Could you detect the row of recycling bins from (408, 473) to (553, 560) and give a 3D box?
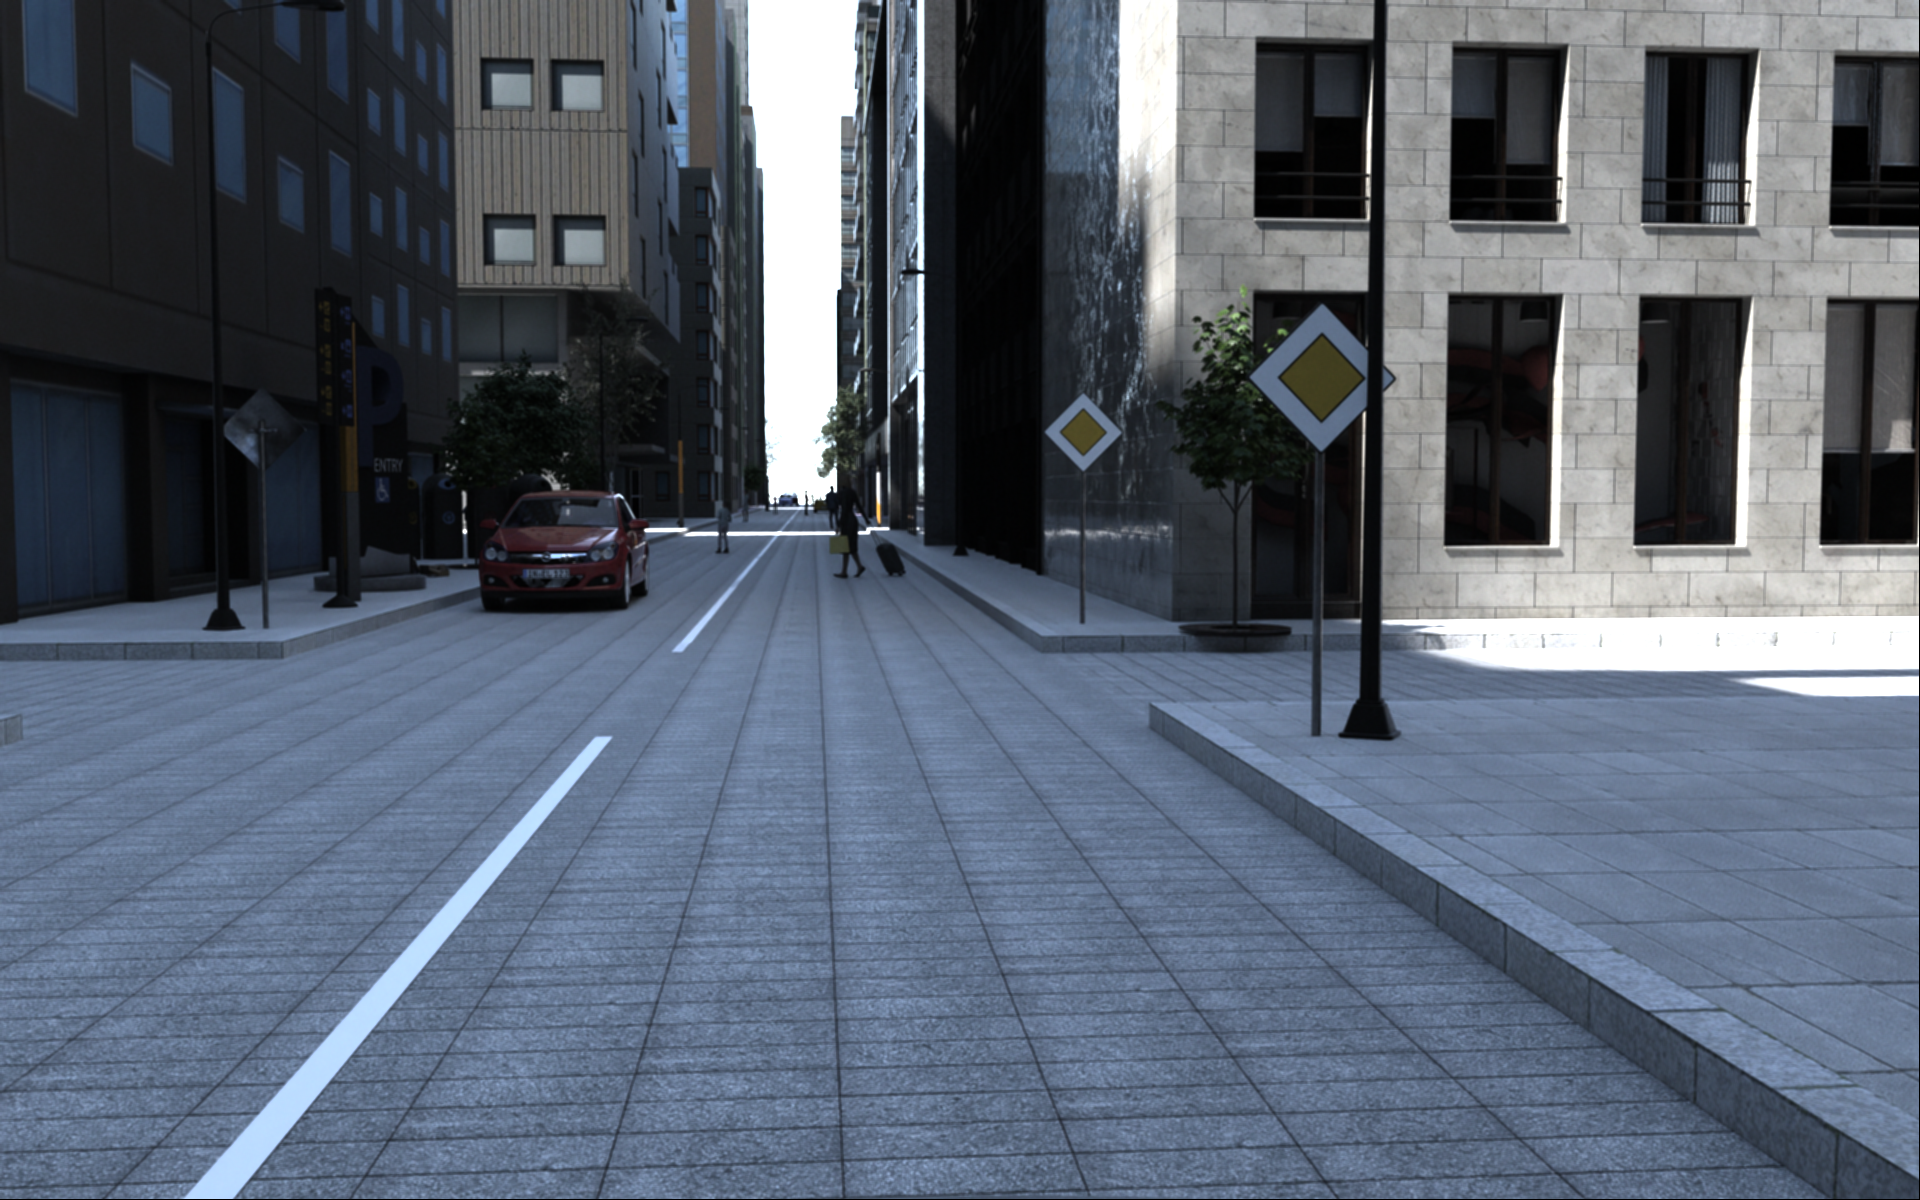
[{"bbox_3d":[-9.876,-1.674,34.476,3.534,1.692,1.069,-2,4,-34],"label":"row of recycling bins"}]

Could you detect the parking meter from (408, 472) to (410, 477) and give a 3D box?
[{"bbox_3d":[-12.778,-2.077,39.667,0.399,1.863,0.255,0,4,4],"label":"parking meter"}]

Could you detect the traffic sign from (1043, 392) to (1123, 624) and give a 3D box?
[{"bbox_3d":[1.208,-0.822,17.084,0.795,2.450,0.064,0,4,-5],"label":"traffic sign"}]

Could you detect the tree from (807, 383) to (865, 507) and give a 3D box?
[{"bbox_3d":[-11.100,-15.967,178.062,9.611,12.733,9.660,0,3,0],"label":"tree"}]

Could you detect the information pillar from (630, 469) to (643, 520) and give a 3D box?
[{"bbox_3d":[-9.380,-2.800,50.270,0.304,2.012,0.304,0,4,2],"label":"information pillar"}]

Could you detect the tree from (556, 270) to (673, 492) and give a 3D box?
[{"bbox_3d":[-11.606,-6.554,57.523,4.360,8.622,3.978,0,3,0],"label":"tree"}]

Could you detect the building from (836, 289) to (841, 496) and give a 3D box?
[{"bbox_3d":[-10.427,-28.878,243.850,14.160,30.474,14.107,0,4,-5],"label":"building"}]

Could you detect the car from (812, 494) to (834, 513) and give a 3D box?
[{"bbox_3d":[-10.332,-7.485,132.598,2.015,1.641,3.980,0,4,-4],"label":"car"}]

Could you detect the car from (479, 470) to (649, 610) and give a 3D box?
[{"bbox_3d":[-5.150,-0.844,22.846,2.155,1.783,4.494,0,4,-5],"label":"car"}]

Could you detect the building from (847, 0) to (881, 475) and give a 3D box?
[{"bbox_3d":[1.968,-32.626,153.039,23.786,49.044,30.456,0,4,-5],"label":"building"}]

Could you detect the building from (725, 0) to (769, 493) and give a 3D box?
[{"bbox_3d":[-35.516,-48.181,226.015,20.563,71.187,20.611,0,4,-5],"label":"building"}]

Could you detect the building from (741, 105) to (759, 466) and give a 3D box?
[{"bbox_3d":[-29.900,-33.344,195.281,14.600,45.320,14.200,0,4,-5],"label":"building"}]

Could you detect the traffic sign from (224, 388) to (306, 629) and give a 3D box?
[{"bbox_3d":[-6.610,-0.783,16.440,0.795,2.450,0.064,0,4,-5],"label":"traffic sign"}]

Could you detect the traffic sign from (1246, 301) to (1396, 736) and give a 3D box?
[{"bbox_3d":[1.887,-0.335,9.128,0.795,2.450,0.064,0,4,-5],"label":"traffic sign"}]

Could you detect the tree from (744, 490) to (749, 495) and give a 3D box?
[{"bbox_3d":[-21.872,-10.984,174.182,1.663,3.219,1.824,0,3,0],"label":"tree"}]

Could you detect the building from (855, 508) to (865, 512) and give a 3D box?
[{"bbox_3d":[8.560,-26.588,126.597,32.217,40.220,23.993,0,4,-5],"label":"building"}]

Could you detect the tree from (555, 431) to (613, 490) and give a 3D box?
[{"bbox_3d":[-11.420,-3.482,51.524,1.663,3.219,1.824,0,3,0],"label":"tree"}]

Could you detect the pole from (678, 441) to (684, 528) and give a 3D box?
[{"bbox_3d":[-10.641,-4.416,66.043,0.158,3.312,0.155,0,3,0],"label":"pole"}]

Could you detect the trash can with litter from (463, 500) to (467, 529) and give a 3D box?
[{"bbox_3d":[-12.146,-2.013,44.304,1.055,1.170,0.624,-2,4,-28],"label":"trash can with litter"}]

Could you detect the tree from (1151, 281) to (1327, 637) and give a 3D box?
[{"bbox_3d":[2.533,-1.296,15.795,1.663,3.219,1.824,0,3,0],"label":"tree"}]

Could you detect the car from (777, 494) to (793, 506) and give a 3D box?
[{"bbox_3d":[-20.675,-11.944,204.878,1.945,1.707,3.694,0,4,-5],"label":"car"}]

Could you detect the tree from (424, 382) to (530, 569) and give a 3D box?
[{"bbox_3d":[-8.333,-2.154,29.813,1.663,3.219,1.824,0,3,0],"label":"tree"}]

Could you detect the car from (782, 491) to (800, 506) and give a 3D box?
[{"bbox_3d":[-20.541,-12.296,209.709,2.281,1.827,5.304,0,4,-4],"label":"car"}]

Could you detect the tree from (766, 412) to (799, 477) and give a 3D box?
[{"bbox_3d":[-28.055,-20.719,249.117,12.009,13.543,11.850,0,3,0],"label":"tree"}]

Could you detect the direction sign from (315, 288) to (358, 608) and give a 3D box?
[{"bbox_3d":[-7.045,-1.687,19.581,0.379,3.537,0.876,0,4,4],"label":"direction sign"}]

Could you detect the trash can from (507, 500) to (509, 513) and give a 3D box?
[{"bbox_3d":[-11.576,-1.934,43.272,0.748,1.137,0.748,0,3,0],"label":"trash can"}]

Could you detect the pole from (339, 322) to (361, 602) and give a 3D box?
[{"bbox_3d":[-7.276,-1.637,20.610,0.158,3.312,0.155,0,3,0],"label":"pole"}]

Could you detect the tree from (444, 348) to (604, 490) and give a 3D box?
[{"bbox_3d":[-9.737,-3.377,38.923,4.285,4.588,4.351,0,3,0],"label":"tree"}]

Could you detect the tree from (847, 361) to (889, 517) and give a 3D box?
[{"bbox_3d":[-4.284,-8.871,95.399,4.360,8.622,3.978,0,3,0],"label":"tree"}]

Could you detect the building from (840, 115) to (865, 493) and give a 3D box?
[{"bbox_3d":[-6.169,-31.012,190.647,14.154,41.232,14.086,0,4,-5],"label":"building"}]

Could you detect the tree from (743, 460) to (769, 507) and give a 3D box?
[{"bbox_3d":[-20.017,-11.176,166.448,4.285,4.588,4.351,0,3,0],"label":"tree"}]

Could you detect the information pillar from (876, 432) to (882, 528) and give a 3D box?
[{"bbox_3d":[-3.086,-4.539,65.563,0.183,3.616,0.504,-1,4,-13],"label":"information pillar"}]

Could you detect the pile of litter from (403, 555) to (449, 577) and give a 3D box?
[{"bbox_3d":[-8.675,-0.815,27.296,1.176,0.858,1.719,-2,4,-25],"label":"pile of litter"}]

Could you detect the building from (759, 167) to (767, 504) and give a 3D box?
[{"bbox_3d":[-30.848,-32.193,209.948,14.154,41.232,14.086,0,4,-5],"label":"building"}]

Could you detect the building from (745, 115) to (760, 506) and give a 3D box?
[{"bbox_3d":[-28.690,-30.433,181.169,14.154,41.232,14.086,0,4,-5],"label":"building"}]
